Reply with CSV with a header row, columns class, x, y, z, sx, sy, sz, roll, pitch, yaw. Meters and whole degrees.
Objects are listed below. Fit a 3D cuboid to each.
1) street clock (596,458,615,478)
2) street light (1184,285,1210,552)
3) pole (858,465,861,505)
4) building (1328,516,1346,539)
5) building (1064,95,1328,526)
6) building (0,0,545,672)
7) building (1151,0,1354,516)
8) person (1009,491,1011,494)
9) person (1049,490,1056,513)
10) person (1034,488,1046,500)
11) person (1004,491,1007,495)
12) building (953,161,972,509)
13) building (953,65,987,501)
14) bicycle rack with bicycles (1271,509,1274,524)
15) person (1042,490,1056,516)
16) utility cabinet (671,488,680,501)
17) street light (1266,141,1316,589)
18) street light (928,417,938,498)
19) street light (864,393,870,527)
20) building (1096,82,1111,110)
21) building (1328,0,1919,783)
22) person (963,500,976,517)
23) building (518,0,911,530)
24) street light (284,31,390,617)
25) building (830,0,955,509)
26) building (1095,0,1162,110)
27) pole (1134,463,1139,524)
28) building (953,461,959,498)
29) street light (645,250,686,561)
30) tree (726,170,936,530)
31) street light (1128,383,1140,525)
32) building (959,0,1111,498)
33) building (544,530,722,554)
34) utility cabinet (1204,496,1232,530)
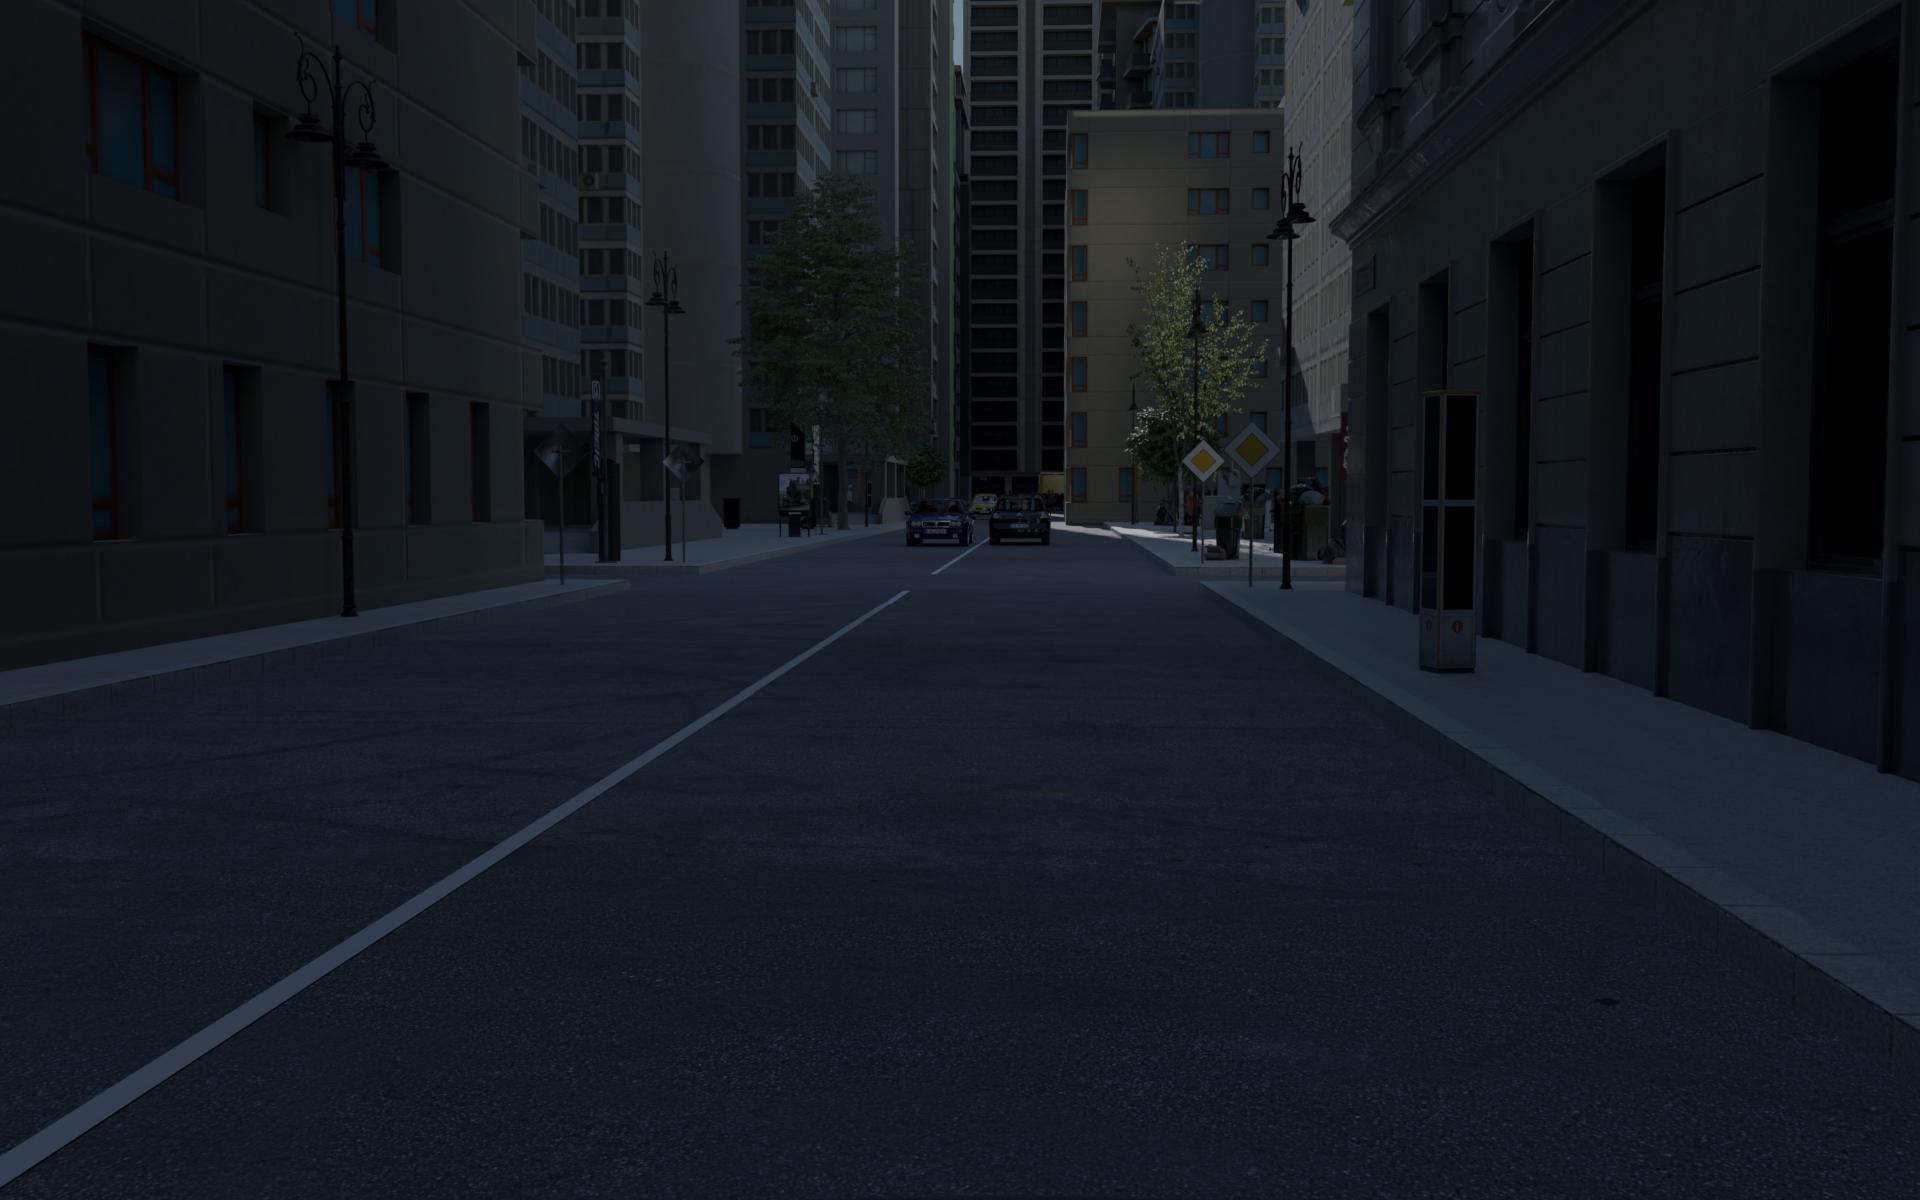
class,x,y,z,sx,sy,sz,roll,pitch,yaw
street clock,-7.201,-1.875,35.224,0.471,2.002,0.358,-1,4,-19
street light,5.245,-4.021,38.523,0.468,5.910,1.993,0,4,3
pole,-5.618,-6.309,96.999,0.158,3.312,0.155,0,3,0
building,21.589,-21.640,45.702,23.993,40.220,32.217,0,4,3
building,19.445,-15.100,91.927,27.650,21.520,28.899,0,4,3
building,-21.362,-10.214,12.043,28.899,21.520,27.650,0,4,3
building,26.661,-26.491,125.010,32.217,40.220,23.993,0,4,3
person,4.415,-8.630,150.279,0.721,1.739,1.217,-3,5,-43
person,6.895,-7.333,129.307,0.541,1.710,0.530,1,4,16
person,5.480,-6.953,122.141,1.348,1.831,0.705,1,4,19
person,4.418,-9.820,169.767,1.217,1.736,0.721,2,4,29
building,-6.336,-23.151,150.218,14.160,30.474,14.107,0,4,3
building,-12.176,-31.709,173.068,28.867,44.769,22.147,0,4,3
bicycle rack with bicycles,12.823,-3.789,75.325,2.852,0.926,2.925,-2,4,-29
person,5.857,-6.470,115.006,1.217,1.735,0.721,-2,4,-27
utility cabinet,-11.248,-3.631,68.045,1.173,1.500,0.318,1,4,20
street light,4.406,-3.084,23.212,0.468,5.910,1.993,0,4,3
street light,-1.602,-7.910,102.124,0.468,5.910,1.993,0,4,3
street light,-3.641,-5.782,67.317,0.468,5.910,1.993,0,4,3
building,20.614,-30.018,174.385,14.154,41.232,14.086,0,4,3
building,11.781,-13.693,0.299,17.030,29.872,44.131,0,4,3
person,0.164,-3.948,78.542,0.738,1.151,1.012,-2,4,-32
building,-18.960,-23.725,79.784,32.217,40.220,23.993,0,4,3
street light,-6.398,-2.763,17.967,0.468,5.910,1.993,0,4,3
building,-7.788,-26.356,114.520,14.154,41.232,14.086,0,4,3
building,23.036,-30.431,152.169,22.147,44.769,28.867,0,4,3
pole,7.674,-4.975,75.179,0.158,3.312,0.155,0,3,0
building,-10.493,-42.383,131.214,20.563,71.187,20.611,0,4,3
street light,-5.593,-3.687,33.064,0.468,5.910,1.993,0,4,3
tree,-4.599,-8.775,61.604,7.486,12.596,7.792,0,3,0
street light,7.227,-6.083,72.244,0.468,5.910,1.993,0,4,3
building,11.070,-46.527,198.965,20.611,71.187,20.563,0,4,3
building,-23.494,-21.533,43.941,32.217,40.220,23.993,0,4,3
utility cabinet,9.188,-3.106,61.948,1.020,1.237,0.306,3,4,36
